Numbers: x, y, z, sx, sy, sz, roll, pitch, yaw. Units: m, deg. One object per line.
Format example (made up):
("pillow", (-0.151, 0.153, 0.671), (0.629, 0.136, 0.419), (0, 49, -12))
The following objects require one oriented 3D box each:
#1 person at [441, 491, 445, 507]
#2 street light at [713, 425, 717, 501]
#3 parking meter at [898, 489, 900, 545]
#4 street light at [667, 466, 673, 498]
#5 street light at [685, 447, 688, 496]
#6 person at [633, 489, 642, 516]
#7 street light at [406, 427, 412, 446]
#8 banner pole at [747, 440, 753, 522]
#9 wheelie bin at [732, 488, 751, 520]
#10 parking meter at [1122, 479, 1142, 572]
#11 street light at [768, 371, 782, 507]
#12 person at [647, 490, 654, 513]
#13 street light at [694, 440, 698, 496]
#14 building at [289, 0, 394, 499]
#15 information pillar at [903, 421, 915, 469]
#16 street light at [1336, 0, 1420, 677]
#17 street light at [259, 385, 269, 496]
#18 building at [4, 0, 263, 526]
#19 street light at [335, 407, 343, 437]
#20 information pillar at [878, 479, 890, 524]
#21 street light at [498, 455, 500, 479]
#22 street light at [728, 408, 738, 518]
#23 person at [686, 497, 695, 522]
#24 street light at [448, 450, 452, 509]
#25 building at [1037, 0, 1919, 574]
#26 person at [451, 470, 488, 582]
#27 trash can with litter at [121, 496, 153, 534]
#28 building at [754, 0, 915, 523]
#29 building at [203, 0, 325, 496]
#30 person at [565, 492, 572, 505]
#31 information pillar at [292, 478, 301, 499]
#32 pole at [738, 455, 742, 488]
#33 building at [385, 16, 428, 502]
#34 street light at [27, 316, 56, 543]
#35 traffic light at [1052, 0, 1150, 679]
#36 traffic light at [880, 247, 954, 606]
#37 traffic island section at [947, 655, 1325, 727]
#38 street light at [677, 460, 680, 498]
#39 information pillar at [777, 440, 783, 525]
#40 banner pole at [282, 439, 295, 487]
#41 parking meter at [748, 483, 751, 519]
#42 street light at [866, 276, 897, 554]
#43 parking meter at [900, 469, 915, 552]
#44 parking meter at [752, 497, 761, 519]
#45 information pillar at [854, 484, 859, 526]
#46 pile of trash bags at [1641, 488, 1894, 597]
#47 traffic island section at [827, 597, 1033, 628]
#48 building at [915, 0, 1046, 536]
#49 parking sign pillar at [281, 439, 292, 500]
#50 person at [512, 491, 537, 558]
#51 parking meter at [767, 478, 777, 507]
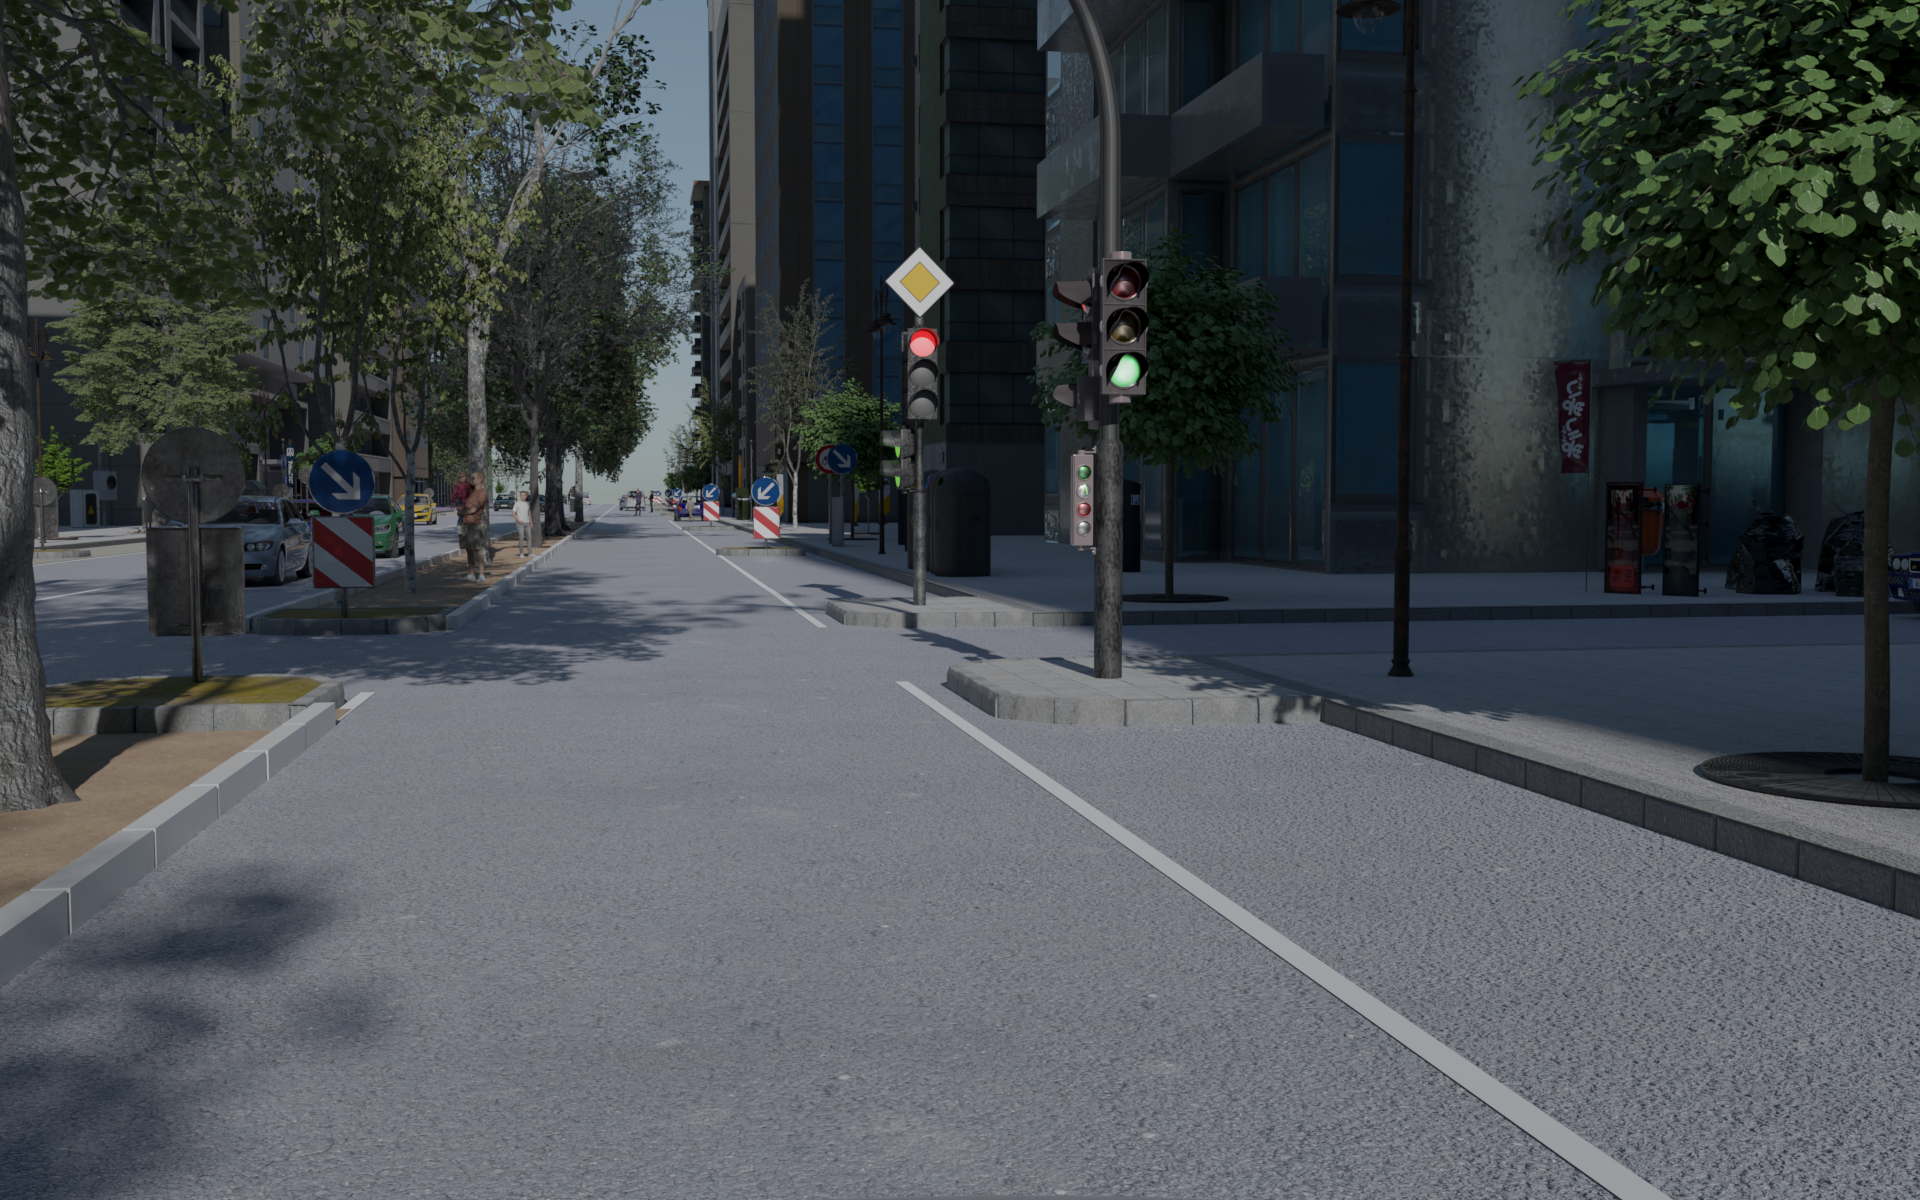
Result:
("person", (-50.947, -9.869, 170.781), (0.530, 1.710, 0.541), (-1, 4, -11))
("street light", (-15.889, -8.527, 112.208), (0.468, 5.910, 1.993), (-1, 4, -11))
("parking meter", (-1.351, -2.317, 43.602), (0.399, 1.863, 0.255), (1, 4, 12))
("street light", (-42.112, -16.953, 249.966), (0.468, 5.910, 1.993), (-1, 4, -11))
("street light", (-26.662, -11.997, 168.945), (0.468, 5.910, 1.993), (-1, 4, -11))
("person", (-21.461, -6.485, 114.974), (0.568, 1.767, 0.683), (1, 4, 22))
("street light", (-38.230, -9.008, 120.071), (0.468, 5.910, 1.993), (-1, 4, -11))
("banner pole", (-9.675, -5.536, 80.528), (0.401, 3.779, 0.863), (0, 4, -1))
("wheelie bin", (-10.773, -4.740, 85.402), (0.980, 1.594, 0.693), (-1, 4, -17))
("parking meter", (2.789, -1.229, 28.500), (0.372, 1.533, 0.369), (0, 3, 0))
("street light", (-6.909, -5.635, 64.925), (0.468, 5.910, 1.993), (-1, 4, -11))
("person", (-23.953, -7.628, 134.046), (0.721, 1.723, 1.217), (-2, 4, -27))
("street light", (-21.340, -10.267, 140.645), (0.468, 5.910, 1.993), (-1, 4, -11))
("building", (-54.016, -30.691, 125.497), (21.300, 48.544, 21.600), (-1, 4, -11))
("information pillar", (-1.598, -3.894, 55.018), (0.504, 3.616, 0.183), (0, 4, 5))
("street light", (3.111, -2.401, 12.049), (0.468, 5.910, 1.993), (-1, 4, -11))
("street light", (-29.364, -6.143, 73.228), (0.468, 5.910, 1.993), (-1, 4, -11))
("building", (-43.314, -39.030, 76.391), (20.563, 71.187, 20.611), (-1, 4, -11))
("street light", (-32.897, -7.284, 91.887), (0.468, 5.910, 1.993), (-1, 4, -11))
("information pillar", (-3.216, -5.011, 73.278), (0.504, 3.616, 0.183), (-2, 4, -28))
("street light", (-53.910, -14.047, 202.455), (0.468, 5.910, 1.993), (-1, 4, -11))
("street light", (-12.183, -7.354, 93.019), (0.468, 5.910, 1.993), (-1, 4, -11))
("person", (-13.763, -4.623, 88.366), (0.640, 1.303, 0.475), (2, 4, 35))
("street light", (-43.609, -10.739, 148.370), (0.468, 5.910, 1.993), (-1, 4, -11))
("building", (16.640, -25.583, 37.896), (30.456, 49.044, 23.786), (-1, 4, -11))
("person", (-7.974, -1.206, 28.200), (0.580, 1.828, 0.573), (-1, 4, -10))
("trash can with litter", (-26.771, -2.789, 56.657), (1.678, 1.210, 2.233), (-1, 4, -12))
("building", (-2.366, -26.442, 82.438), (14.600, 45.320, 14.200), (-1, 4, -11))
("building", (-53.199, -31.275, 100.586), (28.713, 52.752, 27.495), (-1, 4, -11))
("person", (-50.728, -13.160, 224.495), (0.721, 1.723, 1.217), (2, 4, 31))
("information pillar", (-30.604, -4.613, 79.916), (0.304, 2.012, 0.304), (2, 4, 31))
("pole", (-11.459, -5.903, 90.354), (0.158, 3.312, 0.155), (0, 3, 0))
("building", (-52.583, -30.210, 144.052), (14.600, 45.320, 14.200), (-1, 4, -11))
("street light", (-23.998, -4.426, 45.152), (0.468, 5.910, 1.993), (-1, 4, -11))
("traffic light", (-1.035, -2.252, 11.491), (4.771, 5.953, 1.251), (-1, 4, -11))
("traffic light", (-0.486, -1.893, 19.865), (0.839, 4.253, 0.868), (-1, 4, -11))
("traffic island section", (1.045, 0.620, 12.141), (2.009, 0.180, 2.903), (-1, 4, -11))
("street light", (-31.449, -13.518, 193.799), (0.468, 5.910, 1.993), (-1, 4, -11))
("information pillar", (-7.538, -4.950, 72.287), (0.183, 3.616, 0.504), (1, 4, 22))
("banner pole", (-30.299, -5.387, 78.099), (0.863, 3.779, 0.401), (1, 4, 20))
("parking meter", (-10.886, -5.185, 90.493), (0.255, 1.863, 0.399), (2, 4, 24))
("street light", (-1.667, -3.917, 36.825), (0.468, 5.910, 1.993), (-1, 4, -11))
("parking meter", (-1.046, -2.007, 38.532), (0.399, 1.863, 0.255), (1, 4, 16))
("parking meter", (-9.256, -4.501, 79.307), (0.255, 1.863, 0.399), (0, 4, 2))
("information pillar", (-4.146, -4.766, 69.282), (0.183, 3.616, 0.504), (1, 4, 13))
("pile of trash bags", (10.516, -0.805, 22.921), (3.447, 1.369, 1.912), (2, 4, 33))
("traffic island section", (-0.445, 0.140, 19.986), (2.009, 0.180, 2.903), (-1, 4, -11))
("building", (5.191, -17.653, 60.330), (14.160, 30.474, 14.107), (-1, 4, -11))
("parking sign pillar", (-32.957, -5.896, 84.875), (1.447, 3.967, 1.447), (-1, 4, -18))
("person", (-9.741, -1.693, 38.773), (0.523, 1.515, 0.503), (1, 4, 12))
("parking meter", (-6.901, -3.524, 63.327), (0.399, 1.863, 0.255), (0, 4, 4))
